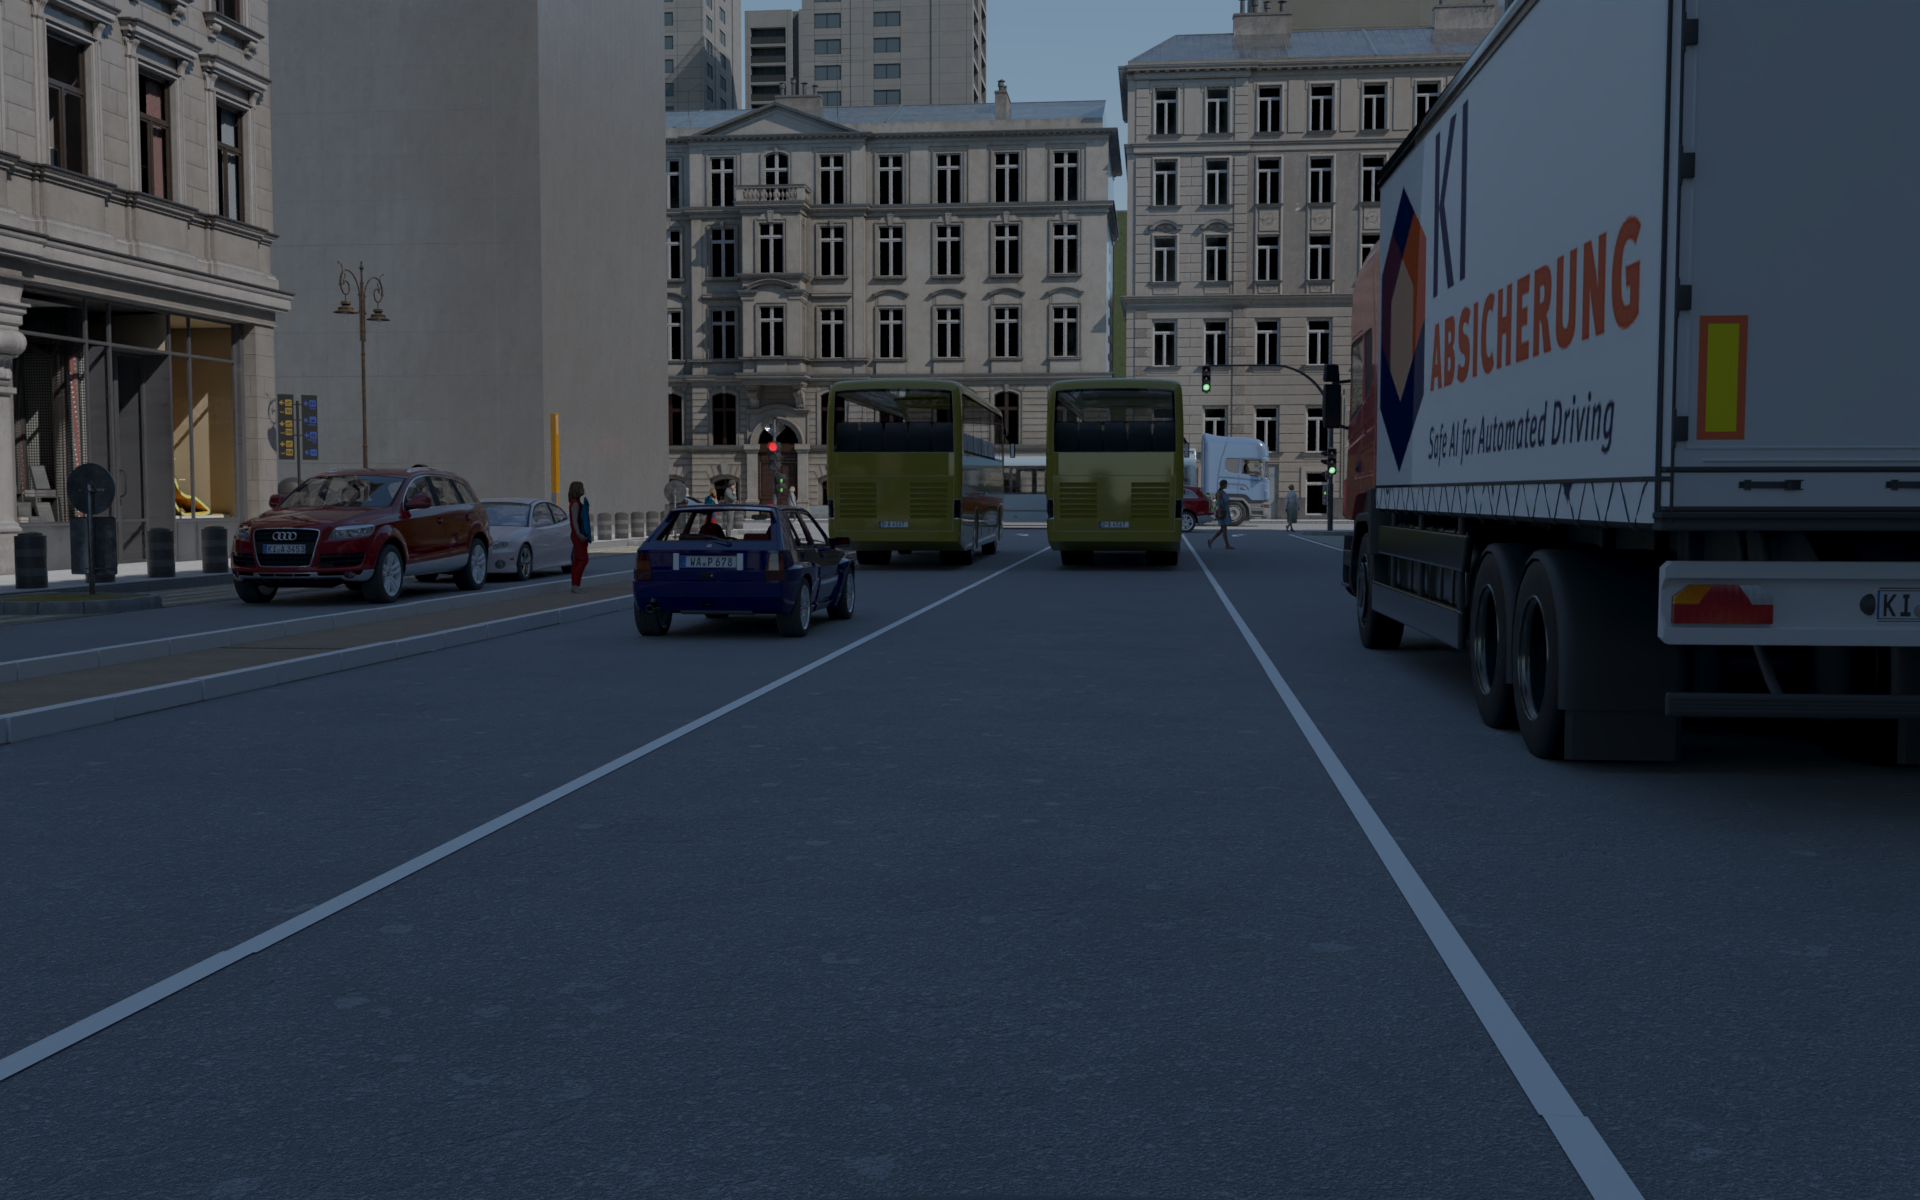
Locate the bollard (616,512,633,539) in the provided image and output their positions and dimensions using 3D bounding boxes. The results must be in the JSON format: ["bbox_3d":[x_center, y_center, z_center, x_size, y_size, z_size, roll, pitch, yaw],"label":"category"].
[{"bbox_3d":[-9.709,-2.140,49.698,0.404,0.777,0.398,0,3,0],"label":"bollard"}]

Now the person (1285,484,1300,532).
[{"bbox_3d":[12.490,-3.463,65.346,0.641,1.798,0.478,-3,4,-36],"label":"person"}]

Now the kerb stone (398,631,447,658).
[{"bbox_3d":[-4.891,0.412,15.556,0.120,0.150,1.000,0,4,6],"label":"kerb stone"}]

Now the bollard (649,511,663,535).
[{"bbox_3d":[-9.366,-2.327,52.756,0.404,0.777,0.398,0,3,0],"label":"bollard"}]

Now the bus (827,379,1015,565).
[{"bbox_3d":[-0.630,-2.840,37.976,2.896,3.916,12.252,0,4,6],"label":"bus"}]

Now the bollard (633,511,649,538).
[{"bbox_3d":[-9.540,-2.233,51.227,0.404,0.777,0.398,0,3,0],"label":"bollard"}]

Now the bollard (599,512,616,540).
[{"bbox_3d":[-9.887,-2.046,48.165,0.404,0.777,0.398,0,3,0],"label":"bollard"}]

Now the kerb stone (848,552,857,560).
[{"bbox_3d":[-2.354,-0.969,38.043,0.120,0.150,1.000,0,4,6],"label":"kerb stone"}]

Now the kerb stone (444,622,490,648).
[{"bbox_3d":[-4.778,0.347,16.581,0.120,0.150,1.000,0,4,6],"label":"kerb stone"}]

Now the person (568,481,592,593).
[{"bbox_3d":[-5.482,-0.908,25.054,0.444,1.614,0.593,1,4,16],"label":"person"}]

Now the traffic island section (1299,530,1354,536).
[{"bbox_3d":[12.945,-2.339,60.521,2.009,0.180,2.903,0,4,6],"label":"traffic island section"}]

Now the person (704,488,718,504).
[{"bbox_3d":[-7.946,-2.743,55.060,0.444,1.614,0.593,-2,4,-25],"label":"person"}]

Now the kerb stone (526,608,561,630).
[{"bbox_3d":[-4.549,0.218,18.625,0.120,0.150,1.000,0,4,6],"label":"kerb stone"}]

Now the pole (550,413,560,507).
[{"bbox_3d":[-10.252,-3.060,43.880,0.158,3.312,0.155,0,3,0],"label":"pole"}]

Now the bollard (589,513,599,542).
[{"bbox_3d":[-10.057,-1.952,46.632,0.404,0.777,0.398,0,3,0],"label":"bollard"}]

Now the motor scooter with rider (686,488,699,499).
[{"bbox_3d":[-12.873,-4.532,83.059,1.986,1.779,0.876,0,4,7],"label":"motor scooter with rider"}]

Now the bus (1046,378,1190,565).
[{"bbox_3d":[3.586,-2.828,37.784,2.896,3.916,12.252,0,4,7],"label":"bus"}]

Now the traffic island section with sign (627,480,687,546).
[{"bbox_3d":[-8.028,-2.421,48.213,1.989,1.847,2.006,0,4,6],"label":"traffic island section with sign"}]

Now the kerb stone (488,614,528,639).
[{"bbox_3d":[-4.659,0.281,17.599,0.120,0.150,1.000,0,4,6],"label":"kerb stone"}]

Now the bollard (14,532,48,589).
[{"bbox_3d":[-12.663,-0.544,23.607,0.404,0.777,0.398,0,3,0],"label":"bollard"}]

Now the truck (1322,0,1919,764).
[{"bbox_3d":[4.577,-1.444,12.531,2.839,4.237,11.283,0,4,5],"label":"truck"}]

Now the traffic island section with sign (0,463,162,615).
[{"bbox_3d":[-11.067,-0.779,21.370,1.989,1.847,2.006,0,4,6],"label":"traffic island section with sign"}]

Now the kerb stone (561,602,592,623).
[{"bbox_3d":[-4.420,0.156,19.644,0.120,0.150,1.000,0,4,6],"label":"kerb stone"}]

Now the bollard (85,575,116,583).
[{"bbox_3d":[-12.488,-0.638,25.141,0.404,0.777,0.398,0,3,0],"label":"bollard"}]

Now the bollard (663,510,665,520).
[{"bbox_3d":[-9.195,-2.420,54.287,0.404,0.777,0.398,0,3,0],"label":"bollard"}]

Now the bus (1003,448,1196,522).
[{"bbox_3d":[3.078,-4.695,71.626,13.247,3.499,2.948,0,4,8],"label":"bus"}]

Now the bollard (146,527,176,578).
[{"bbox_3d":[-12.313,-0.732,26.685,0.404,0.777,0.398,0,3,0],"label":"bollard"}]

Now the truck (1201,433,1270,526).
[{"bbox_3d":[5.168,-5.410,78.209,18.799,4.110,2.967,0,4,8],"label":"truck"}]

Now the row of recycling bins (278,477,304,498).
[{"bbox_3d":[-17.697,-2.189,42.911,3.534,1.692,1.069,1,4,16],"label":"row of recycling bins"}]

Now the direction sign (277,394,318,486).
[{"bbox_3d":[-15.073,-2.905,39.493,0.876,3.537,0.379,-3,4,-38],"label":"direction sign"}]

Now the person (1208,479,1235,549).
[{"bbox_3d":[6.781,-2.228,45.030,0.778,1.811,0.616,2,4,32],"label":"person"}]

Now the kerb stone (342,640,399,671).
[{"bbox_3d":[-5.007,0.469,14.532,0.120,0.150,1.000,0,4,6],"label":"kerb stone"}]

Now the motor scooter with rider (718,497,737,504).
[{"bbox_3d":[-11.453,-4.666,85.250,1.986,1.779,0.876,0,4,7],"label":"motor scooter with rider"}]

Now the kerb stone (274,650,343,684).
[{"bbox_3d":[-5.123,0.531,13.514,0.120,0.150,1.000,0,4,6],"label":"kerb stone"}]

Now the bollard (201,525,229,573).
[{"bbox_3d":[-12.141,-0.826,28.225,0.404,0.777,0.398,0,3,0],"label":"bollard"}]

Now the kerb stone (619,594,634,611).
[{"bbox_3d":[-4.191,0.031,21.698,0.120,0.150,1.000,0,4,6],"label":"kerb stone"}]

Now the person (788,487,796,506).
[{"bbox_3d":[-8.293,-4.673,85.085,0.728,1.800,0.709,-1,4,-22],"label":"person"}]

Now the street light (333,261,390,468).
[{"bbox_3d":[-11.882,-3.777,34.549,0.468,5.910,1.993,0,4,6],"label":"street light"}]

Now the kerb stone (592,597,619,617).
[{"bbox_3d":[-4.312,0.095,20.672,0.120,0.150,1.000,0,4,6],"label":"kerb stone"}]

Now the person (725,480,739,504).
[{"bbox_3d":[-6.756,-2.631,51.316,0.447,1.846,0.655,-1,4,-13],"label":"person"}]
